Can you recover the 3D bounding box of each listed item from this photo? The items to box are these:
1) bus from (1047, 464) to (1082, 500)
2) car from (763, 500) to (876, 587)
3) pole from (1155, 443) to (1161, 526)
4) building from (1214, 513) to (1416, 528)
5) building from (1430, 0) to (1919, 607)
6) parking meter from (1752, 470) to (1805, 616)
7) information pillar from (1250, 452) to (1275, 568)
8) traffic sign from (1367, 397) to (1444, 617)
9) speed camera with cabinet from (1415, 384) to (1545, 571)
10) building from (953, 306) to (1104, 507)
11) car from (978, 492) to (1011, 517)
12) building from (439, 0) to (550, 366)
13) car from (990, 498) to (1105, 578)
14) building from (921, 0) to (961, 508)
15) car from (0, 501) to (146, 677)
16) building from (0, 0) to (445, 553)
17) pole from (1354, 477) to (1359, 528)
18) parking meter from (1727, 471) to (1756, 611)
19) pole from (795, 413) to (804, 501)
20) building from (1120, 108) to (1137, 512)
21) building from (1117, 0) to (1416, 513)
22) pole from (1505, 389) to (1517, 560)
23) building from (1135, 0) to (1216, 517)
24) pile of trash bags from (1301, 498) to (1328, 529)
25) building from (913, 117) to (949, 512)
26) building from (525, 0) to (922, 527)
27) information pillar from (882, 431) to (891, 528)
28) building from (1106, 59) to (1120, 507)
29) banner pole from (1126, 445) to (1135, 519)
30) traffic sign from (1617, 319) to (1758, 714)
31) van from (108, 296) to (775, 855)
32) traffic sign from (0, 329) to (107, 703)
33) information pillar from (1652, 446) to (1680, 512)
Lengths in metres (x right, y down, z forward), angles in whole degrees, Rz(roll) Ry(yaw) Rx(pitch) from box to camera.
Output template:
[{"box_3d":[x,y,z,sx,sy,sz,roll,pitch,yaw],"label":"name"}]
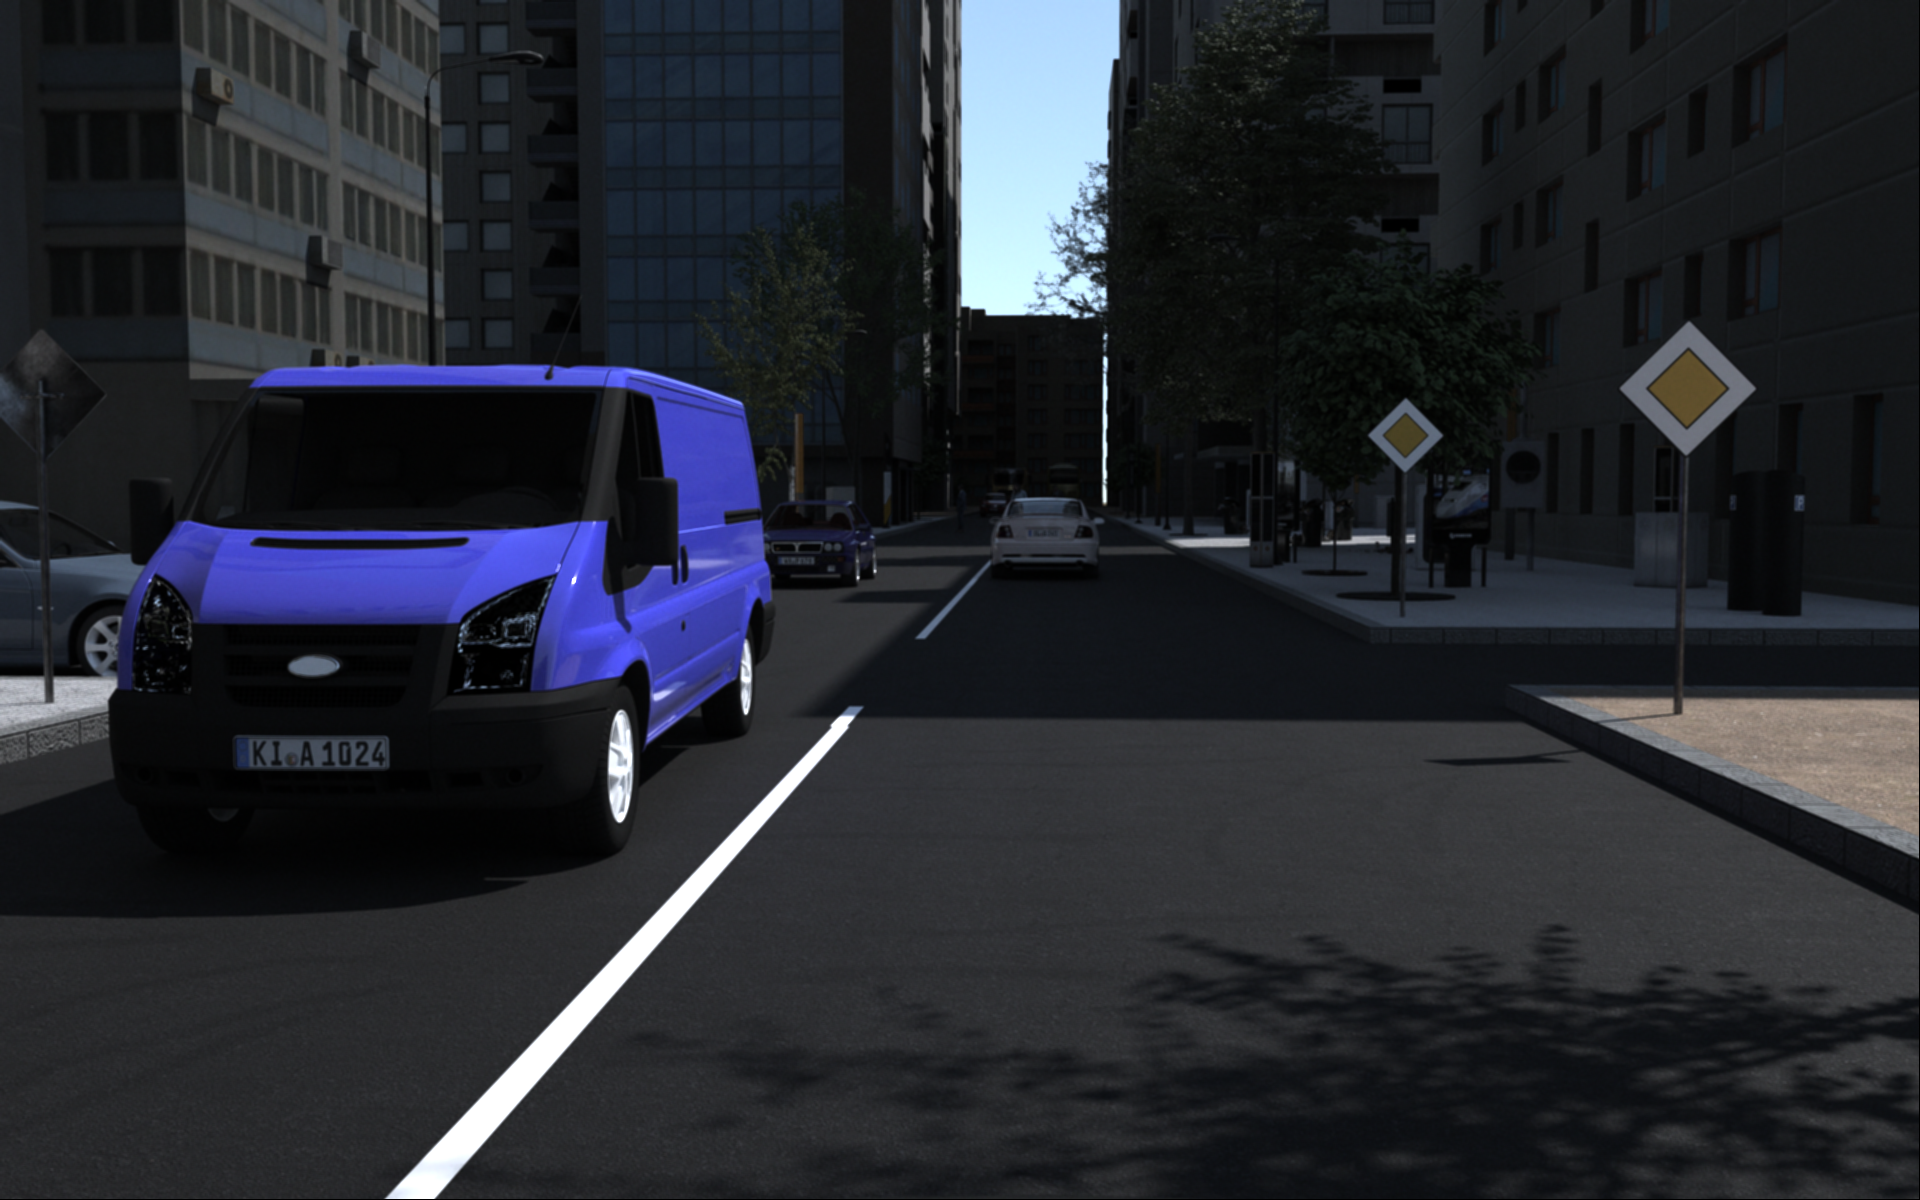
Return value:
[{"box_3d":[8.389,-9.046,139.440,2.896,3.916,12.252,0,4,4],"label":"bus"},{"box_3d":[-2.359,-0.945,28.033,1.945,1.354,3.894,0,4,3],"label":"car"},{"box_3d":[7.981,-4.645,69.793,0.158,3.312,0.155,0,3,0],"label":"pole"},{"box_3d":[23.926,-29.873,77.668,28.713,52.752,27.495,0,4,3],"label":"building"},{"box_3d":[26.038,-11.358,30.750,28.899,21.520,27.650,0,4,3],"label":"building"},{"box_3d":[8.706,-0.605,18.306,0.372,1.533,0.369,0,3,0],"label":"parking meter"},{"box_3d":[5.271,-1.573,30.218,0.304,2.012,0.304,-2,4,-32],"label":"information pillar"},{"box_3d":[4.615,-0.879,18.012,0.795,2.450,0.064,0,4,3],"label":"traffic sign"},{"box_3d":[8.693,-2.119,28.974,2.038,3.252,0.660,1,4,17],"label":"speed camera with cabinet"},{"box_3d":[1.020,-21.232,192.190,28.899,21.520,27.650,0,4,3],"label":"building"},{"box_3d":[2.244,-6.157,109.713,2.155,1.783,4.494,0,4,4],"label":"car"},{"box_3d":[-16.001,-31.741,108.198,28.713,52.752,27.495,0,4,3],"label":"building"},{"box_3d":[1.542,-1.132,30.873,2.083,1.381,4.827,0,4,4],"label":"car"},{"box_3d":[-13.502,-34.564,154.358,27.495,52.752,28.713,0,4,3],"label":"building"},{"box_3d":[-7.649,-0.095,13.548,4.499,1.417,2.014,0,4,1],"label":"car"},{"box_3d":[-23.564,-20.745,31.065,32.217,40.220,23.993,0,4,3],"label":"building"},{"box_3d":[14.900,-4.357,65.081,0.158,3.312,0.155,0,3,0],"label":"pole"},{"box_3d":[8.688,-0.654,19.107,0.372,1.533,0.369,0,3,0],"label":"parking meter"},{"box_3d":[-4.067,-3.060,43.872,0.158,3.312,0.155,0,3,0],"label":"pole"},{"box_3d":[19.279,-22.085,132.787,14.160,30.474,14.107,0,4,3],"label":"building"},{"box_3d":[27.888,-34.464,152.723,28.713,52.752,27.495,0,4,3],"label":"building"},{"box_3d":[10.714,-2.436,33.672,0.158,3.312,0.155,0,3,0],"label":"pole"},{"box_3d":[21.863,-34.779,110.642,21.231,58.520,28.212,0,4,3],"label":"building"},{"box_3d":[12.375,-3.311,63.887,3.447,1.369,1.912,0,4,5],"label":"pile of trash bags"},{"box_3d":[-8.324,-21.869,129.258,14.160,30.474,14.107,0,4,3],"label":"building"},{"box_3d":[-9.043,-25.814,72.162,14.600,45.320,14.200,0,4,3],"label":"building"},{"box_3d":[-2.715,-4.484,64.669,0.183,3.616,0.504,1,4,22],"label":"information pillar"},{"box_3d":[26.510,-34.371,185.667,21.600,48.544,21.300,0,4,3],"label":"building"},{"box_3d":[8.671,-6.013,88.335,0.401,3.779,0.863,3,5,42],"label":"banner pole"},{"box_3d":[4.185,-0.391,10.039,0.795,2.450,0.064,0,4,3],"label":"traffic sign"},{"box_3d":[-2.223,-0.262,8.674,2.240,2.365,5.245,0,4,1],"label":"van"},{"box_3d":[-5.594,-0.425,10.584,0.795,2.450,0.064,0,4,3],"label":"traffic sign"},{"box_3d":[10.767,-1.342,26.432,0.304,2.012,0.304,3,5,39],"label":"information pillar"}]
